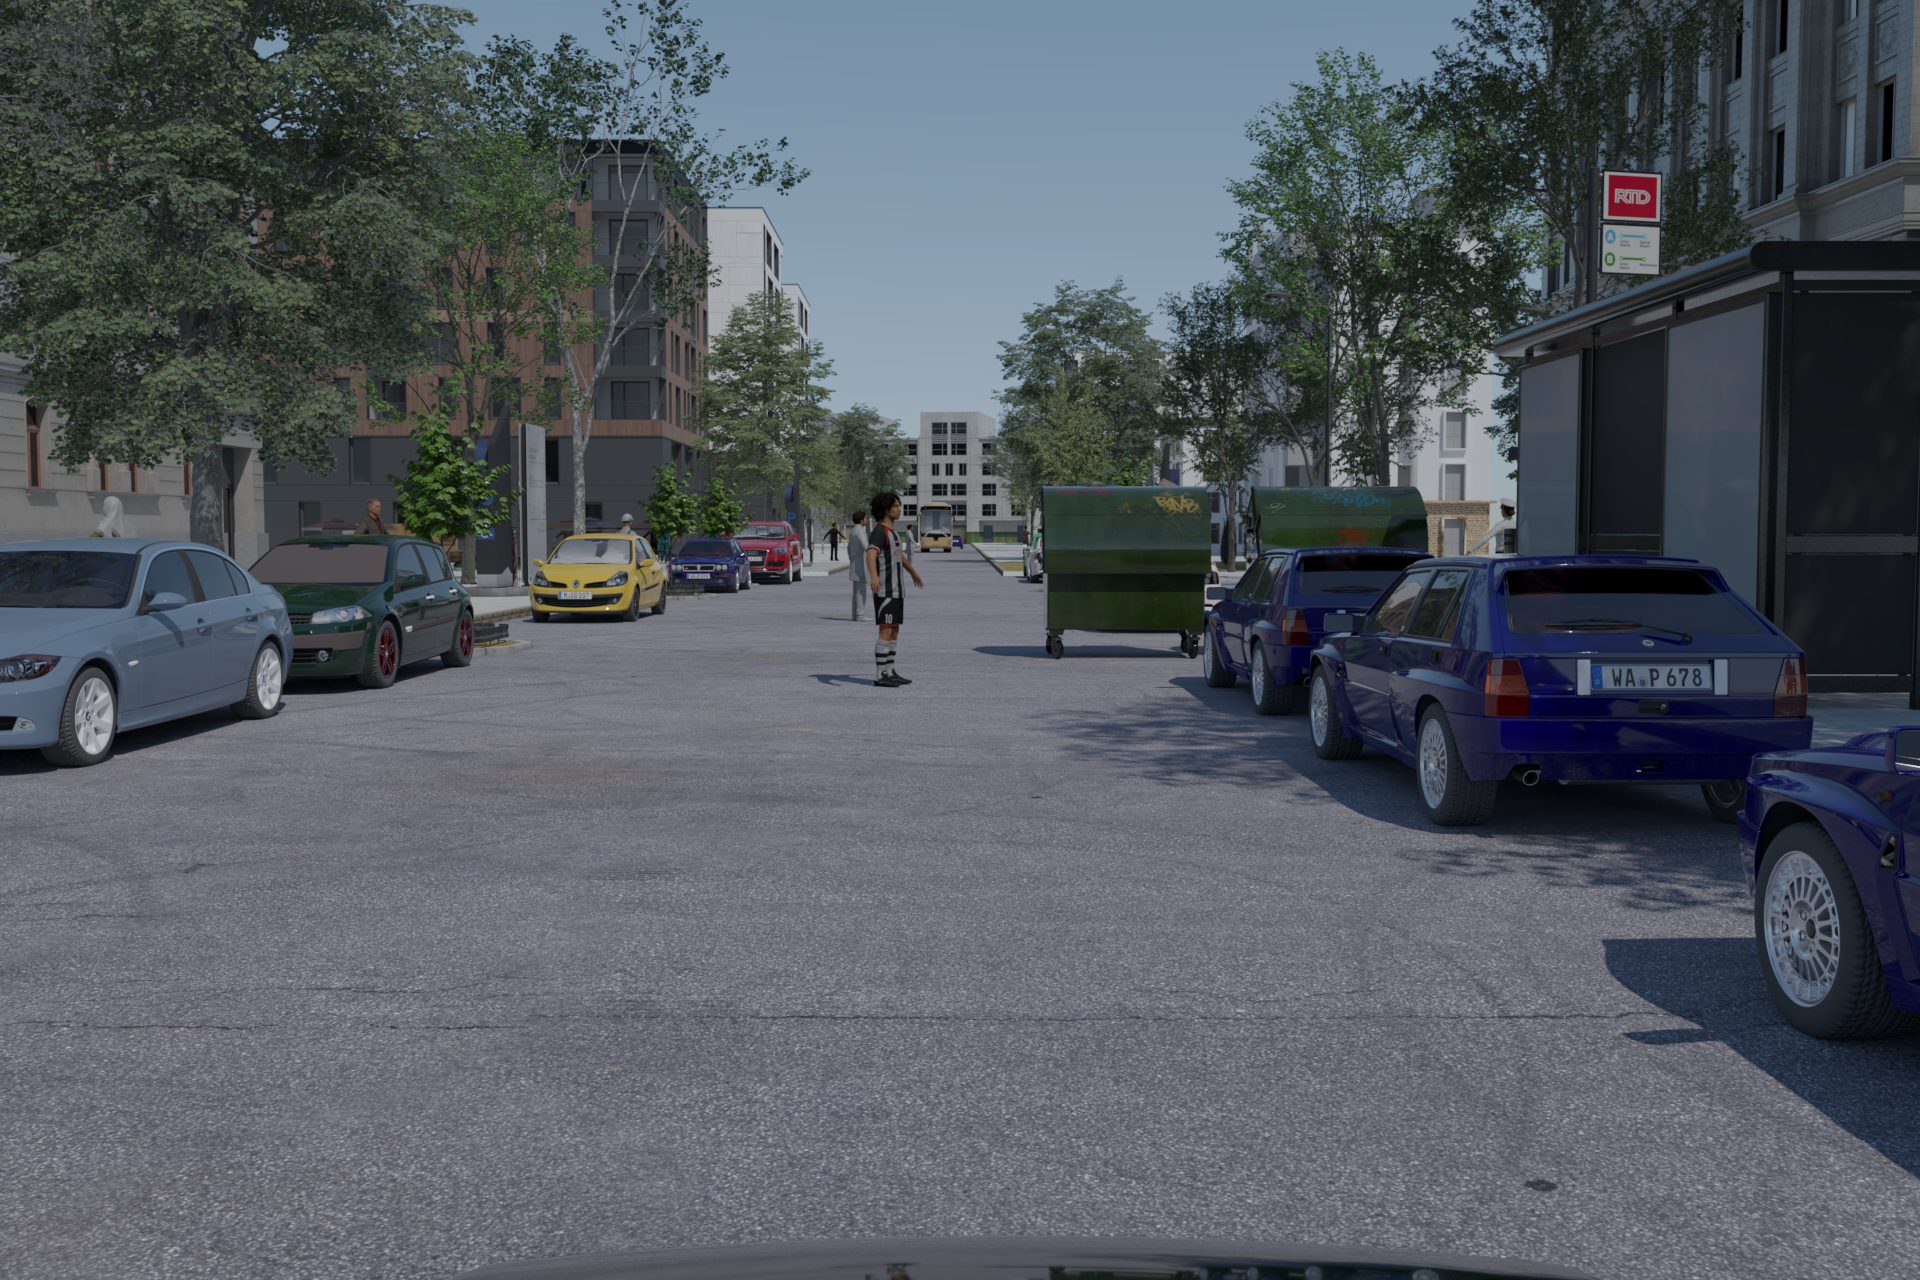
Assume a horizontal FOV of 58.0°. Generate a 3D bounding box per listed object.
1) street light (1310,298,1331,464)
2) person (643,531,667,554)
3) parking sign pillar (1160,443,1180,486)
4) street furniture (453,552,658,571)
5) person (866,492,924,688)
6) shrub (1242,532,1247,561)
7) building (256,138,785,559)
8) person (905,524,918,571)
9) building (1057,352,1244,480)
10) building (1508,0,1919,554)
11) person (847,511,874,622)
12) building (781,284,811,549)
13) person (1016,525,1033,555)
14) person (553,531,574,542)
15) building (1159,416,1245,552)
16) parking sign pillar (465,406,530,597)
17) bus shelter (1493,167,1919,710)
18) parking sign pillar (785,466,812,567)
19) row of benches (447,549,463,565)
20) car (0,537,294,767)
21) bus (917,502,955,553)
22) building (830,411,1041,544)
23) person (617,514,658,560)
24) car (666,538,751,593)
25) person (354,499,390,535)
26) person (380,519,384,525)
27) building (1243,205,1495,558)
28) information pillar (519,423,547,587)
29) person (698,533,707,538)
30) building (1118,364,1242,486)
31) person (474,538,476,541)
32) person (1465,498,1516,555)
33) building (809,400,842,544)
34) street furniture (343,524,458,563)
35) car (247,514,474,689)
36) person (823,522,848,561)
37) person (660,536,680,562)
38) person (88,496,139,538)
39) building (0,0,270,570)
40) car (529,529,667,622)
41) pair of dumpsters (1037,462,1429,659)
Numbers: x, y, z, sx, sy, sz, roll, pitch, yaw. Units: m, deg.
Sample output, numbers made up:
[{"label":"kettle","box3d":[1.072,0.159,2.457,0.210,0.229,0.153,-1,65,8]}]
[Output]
[{"label":"street light","box3d":[7.624,-3.719,33.351,1.470,5.913,1.316,0,4,0]},{"label":"person","box3d":[-13.774,-4.386,77.894,1.347,1.806,0.705,-2,4,-35]},{"label":"parking sign pillar","box3d":[6.282,-3.889,52.064,1.447,3.967,1.447,0,4,0]},{"label":"street furniture","box3d":[-15.859,-2.876,62.649,10.072,0.657,5.734,1,4,12]},{"label":"person","box3d":[-0.650,-0.472,16.320,0.704,1.843,1.345,1,4,16]},{"label":"shrub","box3d":[11.433,-3.746,65.282,1.661,2.075,1.752,0,3,0]},{"label":"building","box3d":[-26.203,-16.035,106.150,27.936,21.610,32.646,0,4,-1]},{"label":"person","box3d":[-1.903,-3.557,66.804,0.705,1.806,1.347,-1,4,-16]},{"label":"building","box3d":[25.469,-22.436,210.803,27.936,21.610,32.646,0,4,0]},{"label":"building","box3d":[26.893,-16.575,50.590,16.754,29.471,25.880,0,4,0]},{"label":"person","box3d":[-1.618,-1.211,28.444,0.705,1.806,1.347,-1,4,-23]},{"label":"building","box3d":[-27.093,-18.057,139.201,27.936,21.610,32.646,0,4,-1]},{"label":"person","box3d":[3.425,-5.036,89.139,1.217,1.733,0.721,2,4,29]},{"label":"person","box3d":[-18.255,-4.553,80.585,1.346,1.812,0.704,-1,4,-8]},{"label":"building","box3d":[20.405,-11.142,124.318,9.099,9.664,28.070,0,4,0]},{"label":"parking sign pillar","box3d":[-9.659,-2.899,35.866,1.447,3.967,1.447,0,4,0]},{"label":"bus shelter","box3d":[6.707,-2.391,16.727,2.179,5.291,8.768,0,3,0]},{"label":"parking sign pillar","box3d":[-6.538,-4.853,67.824,1.447,3.967,1.447,0,4,0]},{"label":"row of benches","box3d":[-21.503,-3.324,69.806,4.104,0.672,1.422,-2,4,-26]},{"label":"car","box3d":[-6.215,-0.011,12.177,2.014,1.417,4.499,0,4,0]},{"label":"bus","box3d":[-1.868,-8.888,136.872,2.896,3.916,12.252,0,4,0]},{"label":"building","box3d":[-4.286,-23.754,257.299,31.486,18.905,16.747,1,4,10]},{"label":"person","box3d":[-6.791,-1.662,35.481,1.347,1.847,0.705,2,4,28]},{"label":"car","box3d":[-6.255,-1.877,43.263,1.945,1.354,3.894,0,4,0]},{"label":"person","box3d":[-8.744,-1.208,25.923,0.705,1.807,1.348,1,4,15]},{"label":"person","box3d":[-18.695,-2.993,55.517,0.750,1.759,0.617,0,4,3]},{"label":"building","box3d":[22.781,-15.283,106.302,16.016,20.090,11.380,0,4,0]},{"label":"information pillar","box3d":[-9.258,-2.829,37.571,0.184,3.620,1.656,0,4,0]},{"label":"person","box3d":[-9.284,-3.549,64.300,1.348,1.796,0.705,2,4,25]},{"label":"building","box3d":[22.434,-20.315,188.571,16.016,20.090,11.380,0,4,0]},{"label":"person","box3d":[-18.782,-3.585,67.885,0.991,1.433,0.599,-2,4,-30]},{"label":"person","box3d":[7.454,-1.060,23.784,1.216,1.778,0.721,-1,4,-18]},{"label":"building","box3d":[-25.834,-24.442,230.554,19.493,23.208,18.063,0,4,1]},{"label":"street furniture","box3d":[-26.410,-4.412,78.983,9.812,1.723,11.010,3,5,44]},{"label":"car","box3d":[-6.161,-0.459,17.293,2.009,1.686,4.222,0,3,0]},{"label":"person","box3d":[-5.985,-4.685,82.539,1.347,1.837,0.705,2,4,23]},{"label":"person","box3d":[-13.638,-4.520,80.032,1.347,1.817,0.704,0,4,0]},{"label":"person","box3d":[-10.345,-0.871,21.015,0.721,1.736,1.217,1,4,14]},{"label":"building","box3d":[-31.434,-16.157,51.552,14.401,28.519,23.554,0,4,-1]},{"label":"car","box3d":[-6.119,-1.178,29.480,2.015,1.641,3.980,0,4,0]},{"label":"pair of dumpsters","box3d":[3.124,-0.939,20.299,4.436,2.255,1.574,0,4,0]}]
